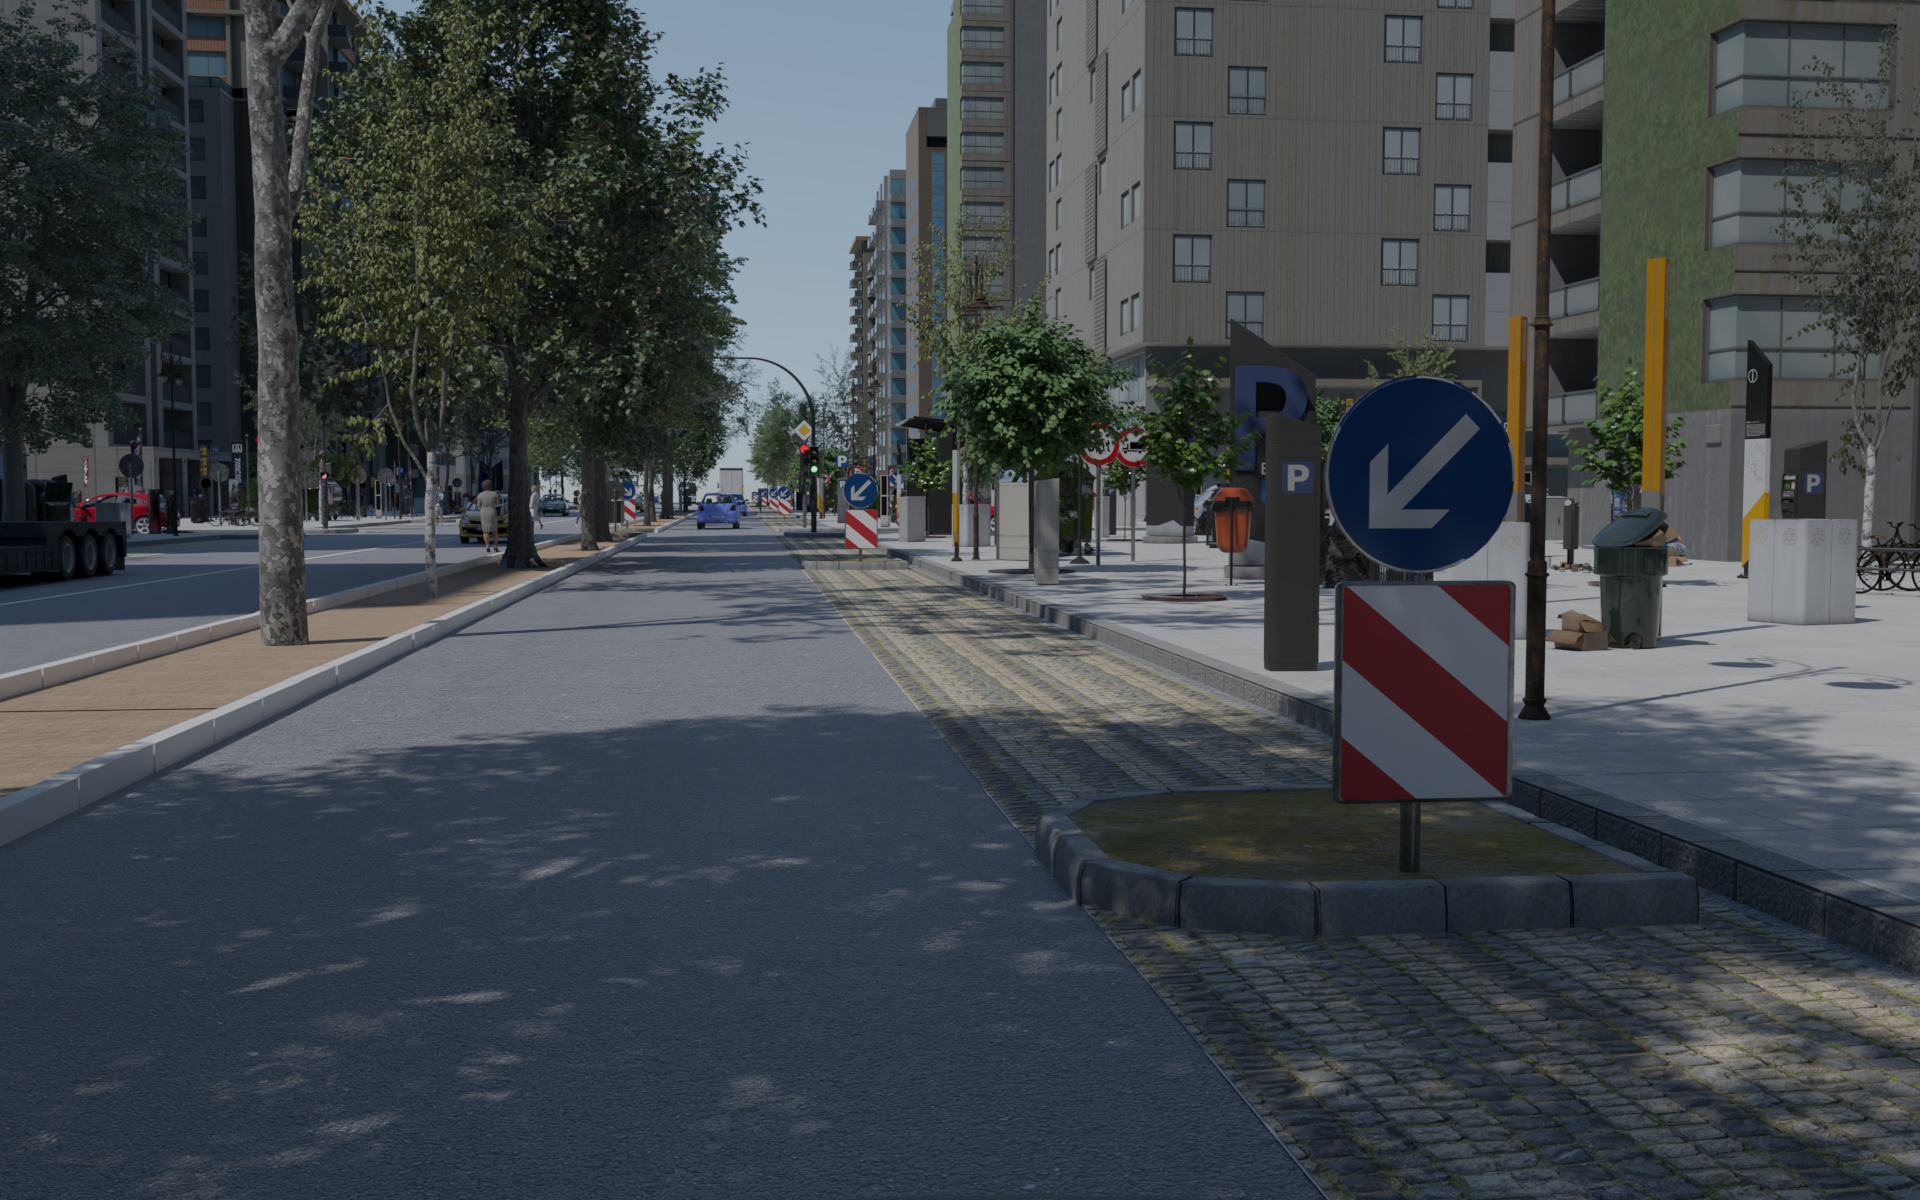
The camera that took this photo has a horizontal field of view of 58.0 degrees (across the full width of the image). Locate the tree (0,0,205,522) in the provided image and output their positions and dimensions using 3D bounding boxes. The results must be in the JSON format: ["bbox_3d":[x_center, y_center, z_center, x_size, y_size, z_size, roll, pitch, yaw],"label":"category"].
[{"bbox_3d":[-24.264,-8.390,43.838,9.857,13.997,8.962,0,3,0],"label":"tree"}]

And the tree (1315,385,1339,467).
[{"bbox_3d":[10.186,-4.053,49.973,4.285,4.588,4.351,0,3,0],"label":"tree"}]

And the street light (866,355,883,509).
[{"bbox_3d":[-2.857,-5.194,57.714,0.468,5.910,1.993,0,4,-7],"label":"street light"}]

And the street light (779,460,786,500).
[{"bbox_3d":[-16.984,-11.937,167.957,0.468,5.910,1.993,0,4,-7],"label":"street light"}]

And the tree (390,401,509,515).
[{"bbox_3d":[-30.568,-10.356,103.734,7.601,10.594,8.767,-1,4,-9],"label":"tree"}]

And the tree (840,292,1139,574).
[{"bbox_3d":[1.114,-2.729,28.340,4.285,4.588,4.351,0,3,0],"label":"tree"}]

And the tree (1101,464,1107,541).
[{"bbox_3d":[4.447,-3.223,47.293,1.663,3.219,1.824,0,3,0],"label":"tree"}]

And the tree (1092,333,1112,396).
[{"bbox_3d":[5.180,-7.920,79.858,4.737,8.622,4.395,0,3,0],"label":"tree"}]

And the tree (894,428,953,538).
[{"bbox_3d":[-0.823,-3.417,50.468,1.663,3.219,1.824,0,3,0],"label":"tree"}]

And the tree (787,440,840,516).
[{"bbox_3d":[-7.497,-7.289,102.892,4.285,4.588,4.351,0,3,0],"label":"tree"}]

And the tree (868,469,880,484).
[{"bbox_3d":[-5.880,-7.491,117.081,1.663,3.219,1.824,0,3,0],"label":"tree"}]

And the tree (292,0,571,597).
[{"bbox_3d":[-7.398,-4.352,23.978,4.737,8.622,4.395,0,3,0],"label":"tree"}]

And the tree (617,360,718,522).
[{"bbox_3d":[-15.799,-9.780,88.116,9.928,11.665,9.643,0,3,0],"label":"tree"}]

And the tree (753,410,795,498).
[{"bbox_3d":[-25.380,-19.239,232.691,7.486,12.596,7.792,0,3,0],"label":"tree"}]

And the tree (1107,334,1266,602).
[{"bbox_3d":[2.862,-1.612,20.957,1.663,3.219,1.824,0,3,0],"label":"tree"}]

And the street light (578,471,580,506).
[{"bbox_3d":[-41.096,-13.086,186.736,0.468,5.910,1.993,0,4,-7],"label":"street light"}]

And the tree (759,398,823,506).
[{"bbox_3d":[-17.928,-15.879,185.372,9.928,11.665,9.643,0,3,0],"label":"tree"}]

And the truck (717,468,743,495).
[{"bbox_3d":[-25.254,-12.348,190.795,2.839,4.237,11.283,-1,4,-9],"label":"truck"}]

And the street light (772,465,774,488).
[{"bbox_3d":[-22.990,-14.863,215.791,0.468,5.910,1.993,0,4,-7],"label":"street light"}]

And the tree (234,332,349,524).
[{"bbox_3d":[-26.393,-7.211,68.259,4.360,8.622,3.978,0,3,0],"label":"tree"}]

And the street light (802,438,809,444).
[{"bbox_3d":[-10.356,-8.793,116.546,0.468,5.910,1.993,0,4,-7],"label":"street light"}]

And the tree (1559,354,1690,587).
[{"bbox_3d":[9.158,-1.800,24.037,1.663,3.219,1.824,0,3,0],"label":"tree"}]

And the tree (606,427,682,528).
[{"bbox_3d":[-13.328,-7.026,67.690,4.737,8.622,4.395,0,3,0],"label":"tree"}]

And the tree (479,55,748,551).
[{"bbox_3d":[-9.169,-7.472,42.754,7.486,12.596,7.792,0,3,0],"label":"tree"}]

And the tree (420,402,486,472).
[{"bbox_3d":[-33.978,-13.106,124.649,12.009,13.543,11.850,0,3,0],"label":"tree"}]

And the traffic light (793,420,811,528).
[{"bbox_3d":[-5.924,-4.698,65.740,0.839,4.253,0.868,0,4,-7],"label":"traffic light"}]

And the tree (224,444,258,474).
[{"bbox_3d":[-46.896,-7.926,113.311,4.285,4.588,4.351,0,3,0],"label":"tree"}]

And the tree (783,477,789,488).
[{"bbox_3d":[-16.862,-11.059,175.414,1.663,3.219,1.824,0,3,0],"label":"tree"}]

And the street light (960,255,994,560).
[{"bbox_3d":[0.315,-3.723,33.654,0.468,5.910,1.993,0,4,-7],"label":"street light"}]

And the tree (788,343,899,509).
[{"bbox_3d":[-5.349,-8.188,84.232,4.360,8.622,3.978,0,3,0],"label":"tree"}]

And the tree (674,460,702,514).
[{"bbox_3d":[-20.374,-10.583,125.853,4.360,8.622,3.978,0,3,0],"label":"tree"}]

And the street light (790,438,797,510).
[{"bbox_3d":[-13.842,-10.462,143.843,0.468,5.910,1.993,0,4,-7],"label":"street light"}]

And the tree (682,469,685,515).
[{"bbox_3d":[-18.124,-9.354,105.751,4.737,8.622,4.395,0,3,0],"label":"tree"}]

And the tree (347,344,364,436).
[{"bbox_3d":[-27.465,-7.579,74.282,4.360,8.622,3.978,0,3,0],"label":"tree"}]

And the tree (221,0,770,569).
[{"bbox_3d":[-8.486,-6.946,33.039,9.611,12.733,9.660,0,3,0],"label":"tree"}]

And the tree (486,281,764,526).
[{"bbox_3d":[-13.916,-10.009,76.479,12.009,13.543,11.850,0,3,0],"label":"tree"}]

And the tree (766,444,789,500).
[{"bbox_3d":[-19.601,-15.004,195.674,4.360,8.622,3.978,0,3,0],"label":"tree"}]

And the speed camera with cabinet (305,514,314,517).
[{"bbox_3d":[-37.004,-6.369,98.469,0.660,3.252,2.038,-1,4,-14],"label":"speed camera with cabinet"}]

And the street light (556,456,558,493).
[{"bbox_3d":[-38.031,-11.640,163.095,0.468,5.910,1.993,0,4,-7],"label":"street light"}]

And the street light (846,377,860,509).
[{"bbox_3d":[-4.223,-5.861,68.610,0.468,5.910,1.993,0,4,-7],"label":"street light"}]

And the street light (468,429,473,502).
[{"bbox_3d":[-31.525,-8.497,111.714,0.468,5.910,1.993,0,4,-7],"label":"street light"}]

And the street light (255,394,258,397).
[{"bbox_3d":[-25.432,-5.557,63.652,0.468,5.910,1.993,0,4,-7],"label":"street light"}]

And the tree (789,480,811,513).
[{"bbox_3d":[-10.605,-7.705,120.575,1.663,3.219,1.824,0,3,0],"label":"tree"}]

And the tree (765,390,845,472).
[{"bbox_3d":[-13.924,-13.454,154.393,7.601,10.594,8.767,1,4,12],"label":"tree"}]

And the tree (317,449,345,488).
[{"bbox_3d":[-43.950,-8.356,120.330,4.285,4.588,4.351,0,3,0],"label":"tree"}]

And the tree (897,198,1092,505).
[{"bbox_3d":[0.352,-5.746,44.314,4.737,8.622,4.395,0,3,0],"label":"tree"}]

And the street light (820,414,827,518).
[{"bbox_3d":[-7.262,-7.318,92.438,0.468,5.910,1.993,0,4,-7],"label":"street light"}]

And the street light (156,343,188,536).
[{"bbox_3d":[-23.985,-4.895,52.818,0.468,5.910,1.993,0,4,-7],"label":"street light"}]

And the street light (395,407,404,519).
[{"bbox_3d":[-28.265,-7.005,87.323,0.468,5.910,1.993,0,4,-7],"label":"street light"}]

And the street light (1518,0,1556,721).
[{"bbox_3d":[3.281,-2.259,9.717,0.468,5.910,1.993,0,4,-7],"label":"street light"}]

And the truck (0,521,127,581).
[{"bbox_3d":[-14.791,-1.955,21.715,2.967,4.110,18.799,-1,4,-9],"label":"truck"}]

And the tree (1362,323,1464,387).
[{"bbox_3d":[19.382,-7.555,73.890,4.737,8.622,4.395,0,3,0],"label":"tree"}]

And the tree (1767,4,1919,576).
[{"bbox_3d":[14.549,-4.696,27.135,4.360,8.622,3.978,0,3,0],"label":"tree"}]

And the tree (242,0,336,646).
[{"bbox_3d":[-5.081,-9.587,15.093,12.611,20.169,13.585,0,3,0],"label":"tree"}]

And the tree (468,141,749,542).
[{"bbox_3d":[-10.735,-8.699,51.338,9.857,13.997,8.962,0,3,0],"label":"tree"}]

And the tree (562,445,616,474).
[{"bbox_3d":[-42.564,-16.108,197.780,8.767,10.594,7.601,-1,4,-17],"label":"tree"}]
